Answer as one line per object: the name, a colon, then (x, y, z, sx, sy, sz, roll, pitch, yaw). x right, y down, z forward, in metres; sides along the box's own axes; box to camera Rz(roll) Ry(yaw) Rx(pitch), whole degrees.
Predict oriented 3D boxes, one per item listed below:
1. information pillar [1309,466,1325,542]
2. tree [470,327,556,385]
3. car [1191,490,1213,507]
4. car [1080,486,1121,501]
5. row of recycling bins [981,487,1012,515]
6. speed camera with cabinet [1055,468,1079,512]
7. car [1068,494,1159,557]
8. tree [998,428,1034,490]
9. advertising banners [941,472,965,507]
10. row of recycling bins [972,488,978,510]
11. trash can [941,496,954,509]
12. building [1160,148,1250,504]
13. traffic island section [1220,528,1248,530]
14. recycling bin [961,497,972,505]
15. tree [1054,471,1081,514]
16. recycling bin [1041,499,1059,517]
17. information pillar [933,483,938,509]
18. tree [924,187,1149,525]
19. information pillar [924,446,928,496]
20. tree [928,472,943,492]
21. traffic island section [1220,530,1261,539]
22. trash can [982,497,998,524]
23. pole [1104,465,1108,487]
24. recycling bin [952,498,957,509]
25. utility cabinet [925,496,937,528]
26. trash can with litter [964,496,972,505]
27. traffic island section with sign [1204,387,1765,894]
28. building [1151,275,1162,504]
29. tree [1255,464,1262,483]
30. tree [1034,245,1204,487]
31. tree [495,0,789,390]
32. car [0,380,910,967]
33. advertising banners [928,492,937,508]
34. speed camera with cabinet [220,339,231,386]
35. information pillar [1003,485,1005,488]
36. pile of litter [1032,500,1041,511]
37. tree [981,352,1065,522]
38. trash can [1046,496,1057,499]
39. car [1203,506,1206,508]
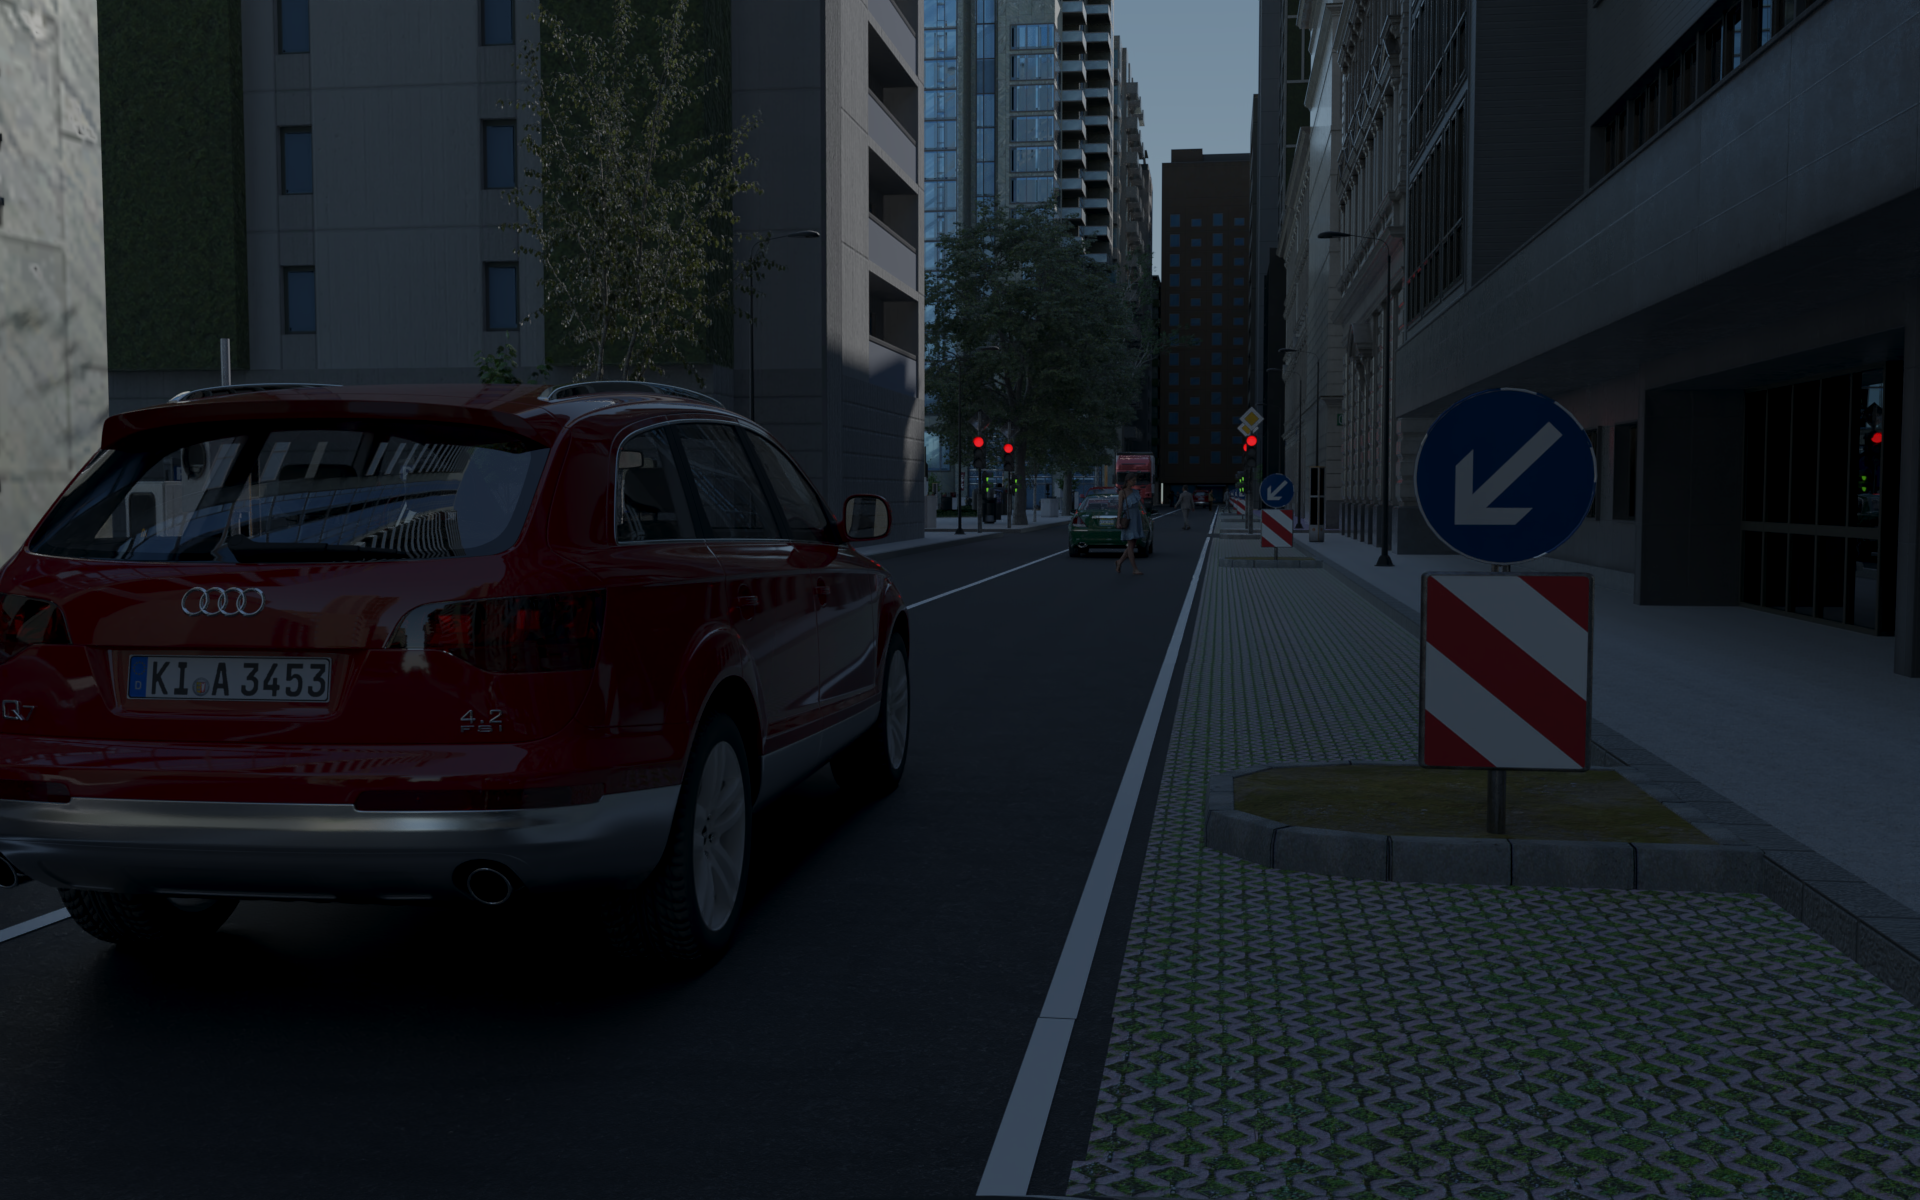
information pillar: (9.521, -2.549, 46.176, 0.304, 2.012, 0.304, 3, 5, 44)
tree: (-5.333, -1.567, 20.222, 1.663, 3.219, 1.824, 0, 3, 0)
car: (23.587, -9.823, 169.280, 2.281, 1.827, 5.304, 1, 4, 8)
car: (7.207, -4.779, 86.806, 2.281, 1.827, 5.304, 1, 4, 10)
row of recycling bins: (2.373, -6.012, 105.414, 1.069, 1.692, 3.534, 1, 4, 16)
speed camera with cabinet: (7.572, -7.868, 122.983, 0.660, 3.252, 2.038, 3, 5, 43)
car: (3.588, -1.770, 40.732, 2.131, 1.459, 4.920, 1, 4, 8)
tree: (4.503, -10.294, 118.671, 4.360, 8.622, 3.978, 0, 3, 0)
advertising banners: (-0.572, -8.659, 137.764, 2.074, 3.025, 0.090, -1, 4, -13)
row of recycling bins: (1.511, -6.226, 108.913, 1.069, 1.692, 3.534, 1, 4, 13)
trash can: (-0.761, -5.681, 104.536, 0.748, 1.137, 0.748, 0, 3, 0)
building: (33.685, -35.285, 227.026, 14.200, 45.320, 14.600, 1, 4, 9)
traffic island section: (10.567, -2.529, 63.635, 2.009, 0.180, 2.903, 1, 4, 9)
recycling bin: (0.540, -7.744, 139.176, 0.722, 1.027, 0.722, 1, 4, 20)
tree: (6.989, -7.121, 111.027, 1.663, 3.219, 1.824, 0, 3, 0)
recycling bin: (4.939, -5.065, 95.371, 0.722, 1.027, 0.722, 3, 5, 43)
information pillar: (-1.660, -6.812, 115.861, 0.304, 2.012, 0.304, 0, 4, 7)
tree: (2.387, -10.090, 71.621, 9.857, 13.997, 8.962, 0, 3, 0)
information pillar: (-1.849, -5.715, 84.799, 0.504, 3.616, 0.183, 3, 5, 39)
tree: (-2.363, -8.879, 139.774, 1.663, 3.219, 1.824, 0, 3, 0)
traffic island section: (9.372, -2.046, 55.739, 2.009, 0.180, 2.903, 1, 4, 9)
trash can: (1.266, -3.872, 74.957, 0.748, 1.137, 0.748, 0, 3, 0)
pole: (9.838, -7.517, 116.741, 0.158, 3.312, 0.155, 0, 3, 0)
recycling bin: (-0.572, -6.487, 118.609, 0.722, 1.027, 0.722, 0, 4, -2)
utility cabinet: (-1.202, -3.320, 65.445, 0.306, 1.237, 1.020, 1, 4, 20)
trash can with litter: (0.870, -7.525, 134.414, 1.055, 1.170, 0.624, -1, 4, -17)
traffic island section with sign: (2.038, 0.085, 7.241, 1.989, 1.847, 2.006, 1, 4, 9)
building: (19.686, -28.004, 229.566, 14.107, 30.474, 14.160, 1, 4, 9)
tree: (25.410, -9.594, 140.568, 4.285, 4.588, 4.351, 0, 3, 0)
tree: (11.639, -16.836, 131.161, 12.611, 20.169, 13.585, 0, 3, 0)
tree: (-4.848, -4.576, 25.183, 4.360, 8.622, 3.978, 0, 3, 0)
car: (-1.510, 0.108, 6.900, 2.281, 1.827, 5.304, 0, 4, 8)
advertising banners: (-2.315, -6.316, 99.450, 2.074, 3.025, 0.090, 1, 4, 22)
speed camera with cabinet: (-10.020, -1.716, 22.395, 2.038, 3.252, 0.660, 3, 4, 36)
information pillar: (3.271, -7.951, 134.492, 0.304, 2.012, 0.304, 3, 5, 45)
pile of litter: (6.428, -7.360, 134.299, 1.719, 0.858, 1.176, 0, 4, 0)
tree: (3.263, -7.888, 79.329, 4.737, 8.622, 4.395, 0, 3, 0)
trash can: (6.043, -6.296, 114.588, 0.748, 1.137, 0.748, 0, 3, 0)
car: (24.553, -10.433, 179.380, 1.959, 1.807, 4.718, 1, 4, 10)
